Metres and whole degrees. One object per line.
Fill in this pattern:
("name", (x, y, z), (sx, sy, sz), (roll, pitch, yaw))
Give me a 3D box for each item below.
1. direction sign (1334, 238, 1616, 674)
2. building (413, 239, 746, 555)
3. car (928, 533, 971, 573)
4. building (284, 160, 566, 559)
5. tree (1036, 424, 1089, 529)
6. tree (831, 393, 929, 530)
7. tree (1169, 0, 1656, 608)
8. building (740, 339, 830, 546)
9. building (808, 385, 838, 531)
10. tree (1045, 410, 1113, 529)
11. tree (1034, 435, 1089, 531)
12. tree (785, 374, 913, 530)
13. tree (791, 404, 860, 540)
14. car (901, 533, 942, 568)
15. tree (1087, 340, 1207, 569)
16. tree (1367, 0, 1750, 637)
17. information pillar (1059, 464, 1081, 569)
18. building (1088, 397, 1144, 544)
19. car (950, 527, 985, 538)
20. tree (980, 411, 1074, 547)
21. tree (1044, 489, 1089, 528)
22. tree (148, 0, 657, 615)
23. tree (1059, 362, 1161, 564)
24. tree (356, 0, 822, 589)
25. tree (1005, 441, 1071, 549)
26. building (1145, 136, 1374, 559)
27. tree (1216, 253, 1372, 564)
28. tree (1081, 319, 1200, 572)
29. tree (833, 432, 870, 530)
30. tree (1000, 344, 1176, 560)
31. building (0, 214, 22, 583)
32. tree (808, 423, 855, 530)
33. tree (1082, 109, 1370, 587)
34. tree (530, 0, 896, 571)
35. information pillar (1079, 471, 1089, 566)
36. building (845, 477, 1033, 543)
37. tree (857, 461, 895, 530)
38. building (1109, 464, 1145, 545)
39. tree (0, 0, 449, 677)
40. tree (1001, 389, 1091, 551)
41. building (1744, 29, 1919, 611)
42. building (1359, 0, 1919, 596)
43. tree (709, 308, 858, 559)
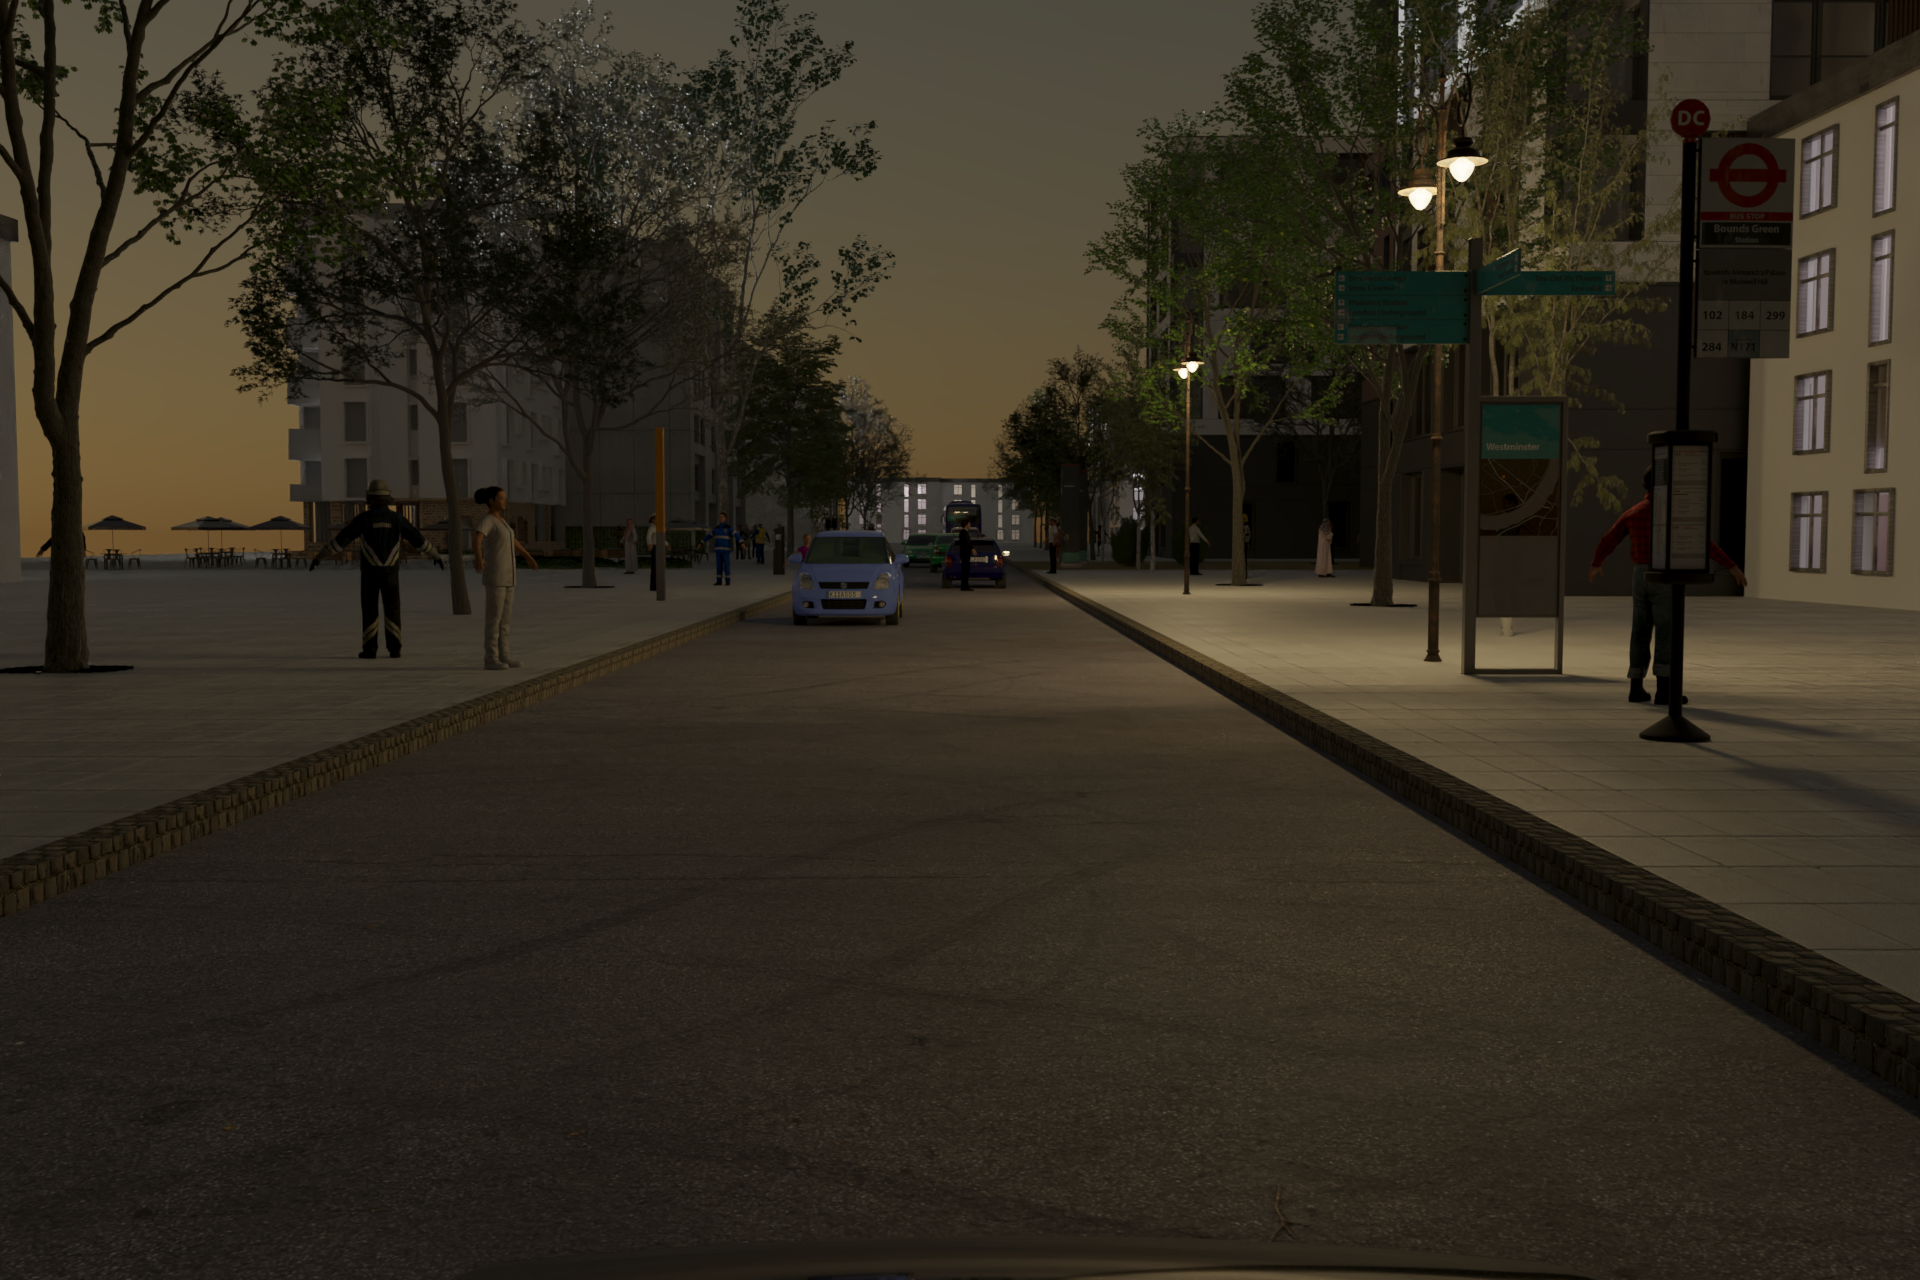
("direction sign", (4.653, -1.617, 15.195), (2.525, 3.948, 1.411), (0, 4, 0))
("building", (-24.892, -15.493, 119.766), (16.747, 18.905, 31.486), (0, 4, -1))
("car", (-0.233, -3.466, 65.470), (1.959, 1.807, 4.718), (0, 4, 0))
("building", (-28.185, -14.221, 88.940), (16.016, 20.090, 11.380), (0, 3, 0))
("tree", (6.832, -10.057, 114.790), (4.737, 8.622, 4.395), (0, 3, 0))
("tree", (-8.336, -14.697, 150.669), (12.009, 13.543, 11.850), (0, 3, 0))
("tree", (7.673, -6.399, 30.384), (9.928, 11.665, 9.643), (0, 3, 0))
("building", (-24.864, -22.319, 195.847), (19.493, 23.208, 18.063), (0, 4, 0))
("building", (-24.766, -21.707, 221.359), (16.747, 18.905, 31.486), (0, 4, -1))
("tree", (6.380, -9.132, 99.675), (4.360, 8.622, 3.978), (0, 3, 0))
("tree", (7.305, -10.618, 123.969), (4.737, 8.622, 4.395), (0, 3, 0))
("tree", (-8.537, -13.565, 132.159), (12.009, 13.543, 11.850), (0, 3, 0))
("tree", (-8.052, -9.004, 97.572), (4.737, 8.622, 4.395), (0, 3, 0))
("car", (-1.583, -4.065, 75.258), (1.959, 1.807, 4.718), (0, 4, -1))
("tree", (6.882, -6.962, 64.199), (4.737, 8.622, 4.395), (0, 3, 0))
("tree", (6.762, -4.362, 21.677), (4.360, 8.622, 3.978), (0, 3, 0))
("information pillar", (4.086, -4.576, 64.201), (0.750, 3.857, 0.750), (0, 4, -1))
("building", (26.658, -22.323, 231.436), (16.747, 18.905, 31.486), (0, 4, 0))
("car", (0.262, -5.299, 95.319), (2.281, 1.827, 5.304), (0, 4, -1))
("tree", (7.257, -15.677, 166.681), (12.009, 13.543, 11.850), (0, 3, 0))
("tree", (16.248, -20.736, 257.164), (7.486, 12.596, 7.792), (0, 3, 0))
("tree", (-8.280, -5.682, 27.311), (7.601, 10.594, 8.767), (0, 4, 1))
("tree", (5.999, -7.634, 75.178), (4.360, 8.622, 3.978), (0, 3, 0))
("tree", (-8.883, -7.970, 40.675), (12.009, 13.543, 11.850), (0, 3, 0))
("tree", (7.444, -13.364, 152.906), (7.601, 10.594, 8.767), (-2, 4, -32))
("building", (25.007, -15.991, 105.435), (27.936, 21.610, 32.646), (0, 4, 0))
("tree", (15.676, -9.988, 73.670), (12.009, 13.543, 11.850), (0, 3, 0))
("tree", (6.349, -6.616, 58.538), (4.737, 8.622, 4.395), (0, 3, 0))
("tree", (-8.765, -10.499, 122.026), (4.360, 8.622, 3.978), (0, 3, 0))
("tree", (6.454, -9.195, 84.756), (8.767, 10.594, 7.601), (-1, 4, -13))
("building", (-25.901, -5.523, 32.445), (9.099, 9.664, 28.070), (0, 3, 0))
("tree", (-8.274, -9.607, 107.438), (4.737, 8.622, 4.395), (0, 3, 0))
("tree", (6.817, -7.152, 42.692), (9.928, 11.665, 9.643), (0, 3, 0))
("tree", (-7.991, -12.340, 57.654), (12.611, 20.169, 13.585), (0, 3, 0))
("information pillar", (4.890, -4.986, 70.897), (0.750, 3.857, 0.750), (0, 4, 0))
("building", (-3.017, -19.091, 256.746), (28.070, 9.664, 9.099), (0, 4, -2))
("tree", (-8.588, -13.206, 166.272), (4.737, 8.622, 4.395), (0, 3, 0))
("building", (22.355, -15.416, 194.201), (9.099, 9.664, 28.070), (0, 3, 0))
("tree", (-8.222, -5.501, 15.691), (9.928, 11.665, 9.643), (0, 3, 0))
("tree", (6.819, -13.254, 134.836), (7.486, 12.596, 7.792), (0, 3, 0))
("building", (20.501, -4.839, 21.261), (9.099, 9.664, 28.070), (0, 4, 0))
("building", (26.249, -12.677, 51.243), (27.936, 21.610, 32.646), (0, 3, 0))
("tree", (-8.832, -10.386, 87.932), (7.486, 12.596, 7.792), (0, 3, 0))
